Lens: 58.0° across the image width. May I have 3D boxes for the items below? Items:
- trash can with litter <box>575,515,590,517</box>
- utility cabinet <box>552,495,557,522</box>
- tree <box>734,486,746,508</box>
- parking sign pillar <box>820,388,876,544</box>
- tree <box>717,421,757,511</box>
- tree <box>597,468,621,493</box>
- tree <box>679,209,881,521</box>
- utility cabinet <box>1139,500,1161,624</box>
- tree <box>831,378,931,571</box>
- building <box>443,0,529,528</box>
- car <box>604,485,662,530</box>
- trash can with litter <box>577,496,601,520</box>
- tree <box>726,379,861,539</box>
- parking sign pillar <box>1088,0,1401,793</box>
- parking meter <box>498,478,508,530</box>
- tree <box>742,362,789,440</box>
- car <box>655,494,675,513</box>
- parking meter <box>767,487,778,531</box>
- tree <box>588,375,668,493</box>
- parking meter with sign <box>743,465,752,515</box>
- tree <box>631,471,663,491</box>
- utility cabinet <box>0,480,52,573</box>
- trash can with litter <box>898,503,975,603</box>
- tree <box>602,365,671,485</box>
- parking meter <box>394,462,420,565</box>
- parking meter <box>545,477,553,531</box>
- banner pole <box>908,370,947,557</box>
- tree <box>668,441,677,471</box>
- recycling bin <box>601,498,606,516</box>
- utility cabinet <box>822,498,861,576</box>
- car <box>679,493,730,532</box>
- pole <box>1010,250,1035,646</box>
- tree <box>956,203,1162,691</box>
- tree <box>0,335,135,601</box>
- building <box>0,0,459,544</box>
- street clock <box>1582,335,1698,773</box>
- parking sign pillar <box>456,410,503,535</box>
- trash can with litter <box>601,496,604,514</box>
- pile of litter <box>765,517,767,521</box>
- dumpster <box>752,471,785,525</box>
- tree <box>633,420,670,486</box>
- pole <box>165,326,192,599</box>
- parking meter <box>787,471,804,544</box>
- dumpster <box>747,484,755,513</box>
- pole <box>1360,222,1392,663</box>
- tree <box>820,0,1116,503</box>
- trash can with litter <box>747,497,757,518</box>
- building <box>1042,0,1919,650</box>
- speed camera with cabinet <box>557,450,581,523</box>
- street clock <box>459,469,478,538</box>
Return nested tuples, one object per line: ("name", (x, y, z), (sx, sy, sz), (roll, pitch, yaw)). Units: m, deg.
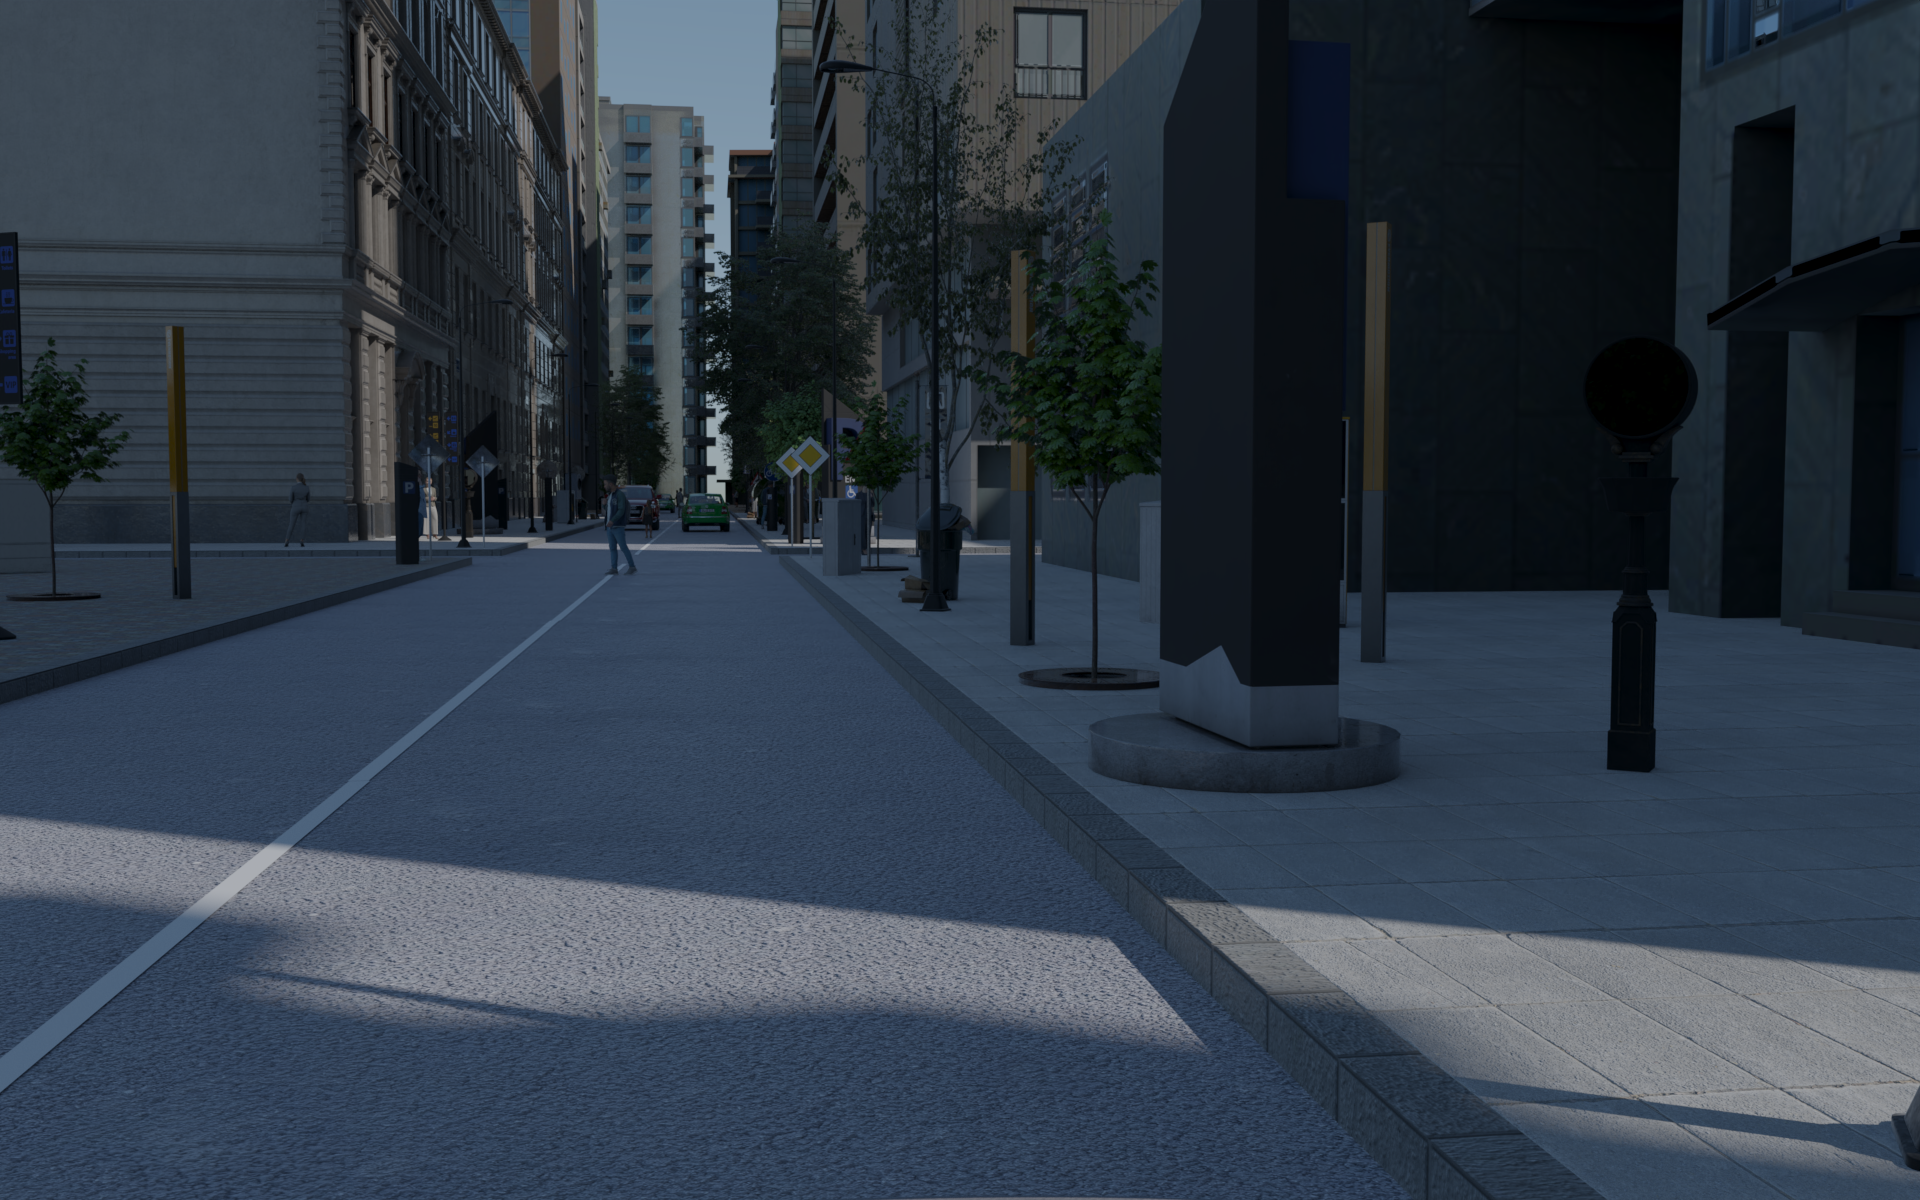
("trash can with litter", (-21.083, -5.142, 95.127), (2.233, 1.210, 1.678), (0, 4, 1))
("utility cabinet", (-18.264, -4.193, 79.716), (1.020, 1.237, 0.306), (-2, 4, -29))
("tree", (-20.657, -10.380, 164.316), (1.663, 3.219, 1.824), (0, 3, 0))
("parking sign pillar", (-2.881, -3.426, 44.494), (1.447, 3.967, 1.447), (-2, 4, -30))
("tree", (-16.231, -11.043, 130.916), (4.360, 8.622, 3.978), (0, 3, 0))
("tree", (-23.305, -7.418, 115.889), (1.663, 3.219, 1.824), (0, 3, 0))
("tree", (-7.997, -10.558, 79.283), (9.857, 13.997, 8.962), (0, 3, 0))
("utility cabinet", (2.170, -0.357, 17.006), (0.306, 1.237, 1.020), (-2, 4, -31))
("tree", (-1.447, -2.118, 29.224), (1.663, 3.219, 1.824), (0, 3, 0))
("building", (-26.265, -17.009, 75.360), (12.463, 27.353, 25.104), (-1, 4, -8))
("car", (-13.183, -3.751, 70.000), (2.281, 1.827, 5.304), (-1, 4, -9))
("trash can with litter", (-18.752, -4.634, 87.151), (1.055, 1.170, 0.624), (0, 4, -8))
("tree", (-4.288, -4.024, 49.505), (4.285, 4.588, 4.351), (0, 3, 0))
("parking sign pillar", (1.325, -1.195, 8.016), (1.447, 3.967, 1.447), (-1, 4, -11))
("parking meter", (-16.517, -3.465, 62.365), (0.399, 1.863, 0.255), (-1, 4, -8))
("tree", (-9.580, -8.497, 89.293), (4.737, 8.622, 4.395), (0, 3, 0))
("car", (-22.462, -7.458, 130.733), (1.959, 1.807, 4.718), (0, 4, -8))
("parking meter", (-6.511, -3.158, 60.038), (0.372, 1.533, 0.369), (0, 3, 0))
("tree", (-21.445, -9.660, 108.307), (4.360, 8.622, 3.978), (0, 3, 0))
("parking meter with sign", (-12.211, -6.557, 103.467), (0.543, 3.016, 1.738), (2, 4, 27))
("tree", (-32.724, -12.085, 181.299), (4.285, 4.588, 4.351), (0, 3, 0))
("utility cabinet", (-15.381, -1.180, 27.977), (1.173, 1.500, 0.318), (-3, 5, -44))
("trash can with litter", (-0.299, -0.572, 20.746), (0.624, 1.170, 1.055), (2, 4, 24))
("tree", (-28.997, -14.266, 151.369), (7.486, 12.596, 7.792), (0, 3, 0))
("parking meter", (-10.062, -1.580, 31.542), (0.399, 1.863, 0.255), (-3, 5, -40))
("parking meter", (-14.416, -3.364, 60.707), (0.255, 1.863, 0.399), (-1, 4, -14))
("banner pole", (-0.644, -2.757, 35.094), (0.863, 3.779, 0.401), (1, 4, 15))
("tree", (-32.837, -14.469, 186.928), (4.360, 8.622, 3.978), (0, 3, 0))
("recycling bin", (-20.534, -5.436, 101.438), (0.722, 1.027, 0.722), (1, 4, 12))
("utility cabinet", (-1.871, -1.004, 27.584), (0.306, 1.237, 1.020), (1, 4, 17))
("car", (-9.879, -3.565, 67.083), (1.959, 1.807, 4.718), (-1, 4, -10))
("pole", (0.531, -1.271, 14.622), (0.158, 3.312, 0.155), (0, 3, 0))
("tree", (0.961, -1.039, 11.582), (1.663, 3.219, 1.824), (0, 3, 0))
("tree", (-10.963, -1.624, 21.156), (1.663, 3.219, 1.824), (0, 3, 0))
("building", (-22.123, -13.724, 53.271), (11.050, 23.489, 19.941), (-1, 4, -8))
("street clock", (3.136, -0.212, 8.032), (0.471, 2.002, 0.358), (2, 4, 30))
("parking sign pillar", (-15.362, -4.088, 55.316), (1.447, 3.967, 1.447), (2, 4, 26))
("trash can with litter", (-23.127, -6.145, 111.851), (0.624, 1.170, 1.055), (0, 4, 8))
("pile of litter", (-8.660, -4.170, 82.148), (1.176, 0.858, 1.719), (2, 4, 32))
("dumpster", (-7.858, -4.249, 71.965), (1.502, 2.255, 1.985), (0, 4, -8))
("tree", (-30.406, -13.414, 169.682), (4.737, 8.622, 4.395), (0, 3, 0))
("pole", (-9.538, -1.669, 21.135), (0.158, 3.312, 0.155), (0, 3, 0))
("parking meter", (-4.233, -2.376, 44.558), (0.399, 1.863, 0.255), (3, 5, 42))
("dumpster", (-10.896, -5.394, 93.943), (1.264, 1.857, 1.865), (-1, 4, -8))
("pole", (3.159, -1.180, 13.141), (0.158, 3.312, 0.155), (0, 3, 0))
("tree", (-0.130, -4.556, 24.851), (4.360, 8.622, 3.978), (0, 3, 0))
("trash can with litter", (-10.899, -4.903, 91.547), (0.624, 1.170, 1.055), (1, 4, 10))
("building", (14.787, -43.030, 16.214), (22.319, 86.520, 31.000), (-1, 4, -8))
("speed camera with cabinet", (-17.310, -5.039, 76.722), (0.660, 3.252, 2.038), (0, 4, 3))
("street clock", (-14.354, -2.817, 50.621), (0.471, 2.002, 0.358), (0, 4, 0))
